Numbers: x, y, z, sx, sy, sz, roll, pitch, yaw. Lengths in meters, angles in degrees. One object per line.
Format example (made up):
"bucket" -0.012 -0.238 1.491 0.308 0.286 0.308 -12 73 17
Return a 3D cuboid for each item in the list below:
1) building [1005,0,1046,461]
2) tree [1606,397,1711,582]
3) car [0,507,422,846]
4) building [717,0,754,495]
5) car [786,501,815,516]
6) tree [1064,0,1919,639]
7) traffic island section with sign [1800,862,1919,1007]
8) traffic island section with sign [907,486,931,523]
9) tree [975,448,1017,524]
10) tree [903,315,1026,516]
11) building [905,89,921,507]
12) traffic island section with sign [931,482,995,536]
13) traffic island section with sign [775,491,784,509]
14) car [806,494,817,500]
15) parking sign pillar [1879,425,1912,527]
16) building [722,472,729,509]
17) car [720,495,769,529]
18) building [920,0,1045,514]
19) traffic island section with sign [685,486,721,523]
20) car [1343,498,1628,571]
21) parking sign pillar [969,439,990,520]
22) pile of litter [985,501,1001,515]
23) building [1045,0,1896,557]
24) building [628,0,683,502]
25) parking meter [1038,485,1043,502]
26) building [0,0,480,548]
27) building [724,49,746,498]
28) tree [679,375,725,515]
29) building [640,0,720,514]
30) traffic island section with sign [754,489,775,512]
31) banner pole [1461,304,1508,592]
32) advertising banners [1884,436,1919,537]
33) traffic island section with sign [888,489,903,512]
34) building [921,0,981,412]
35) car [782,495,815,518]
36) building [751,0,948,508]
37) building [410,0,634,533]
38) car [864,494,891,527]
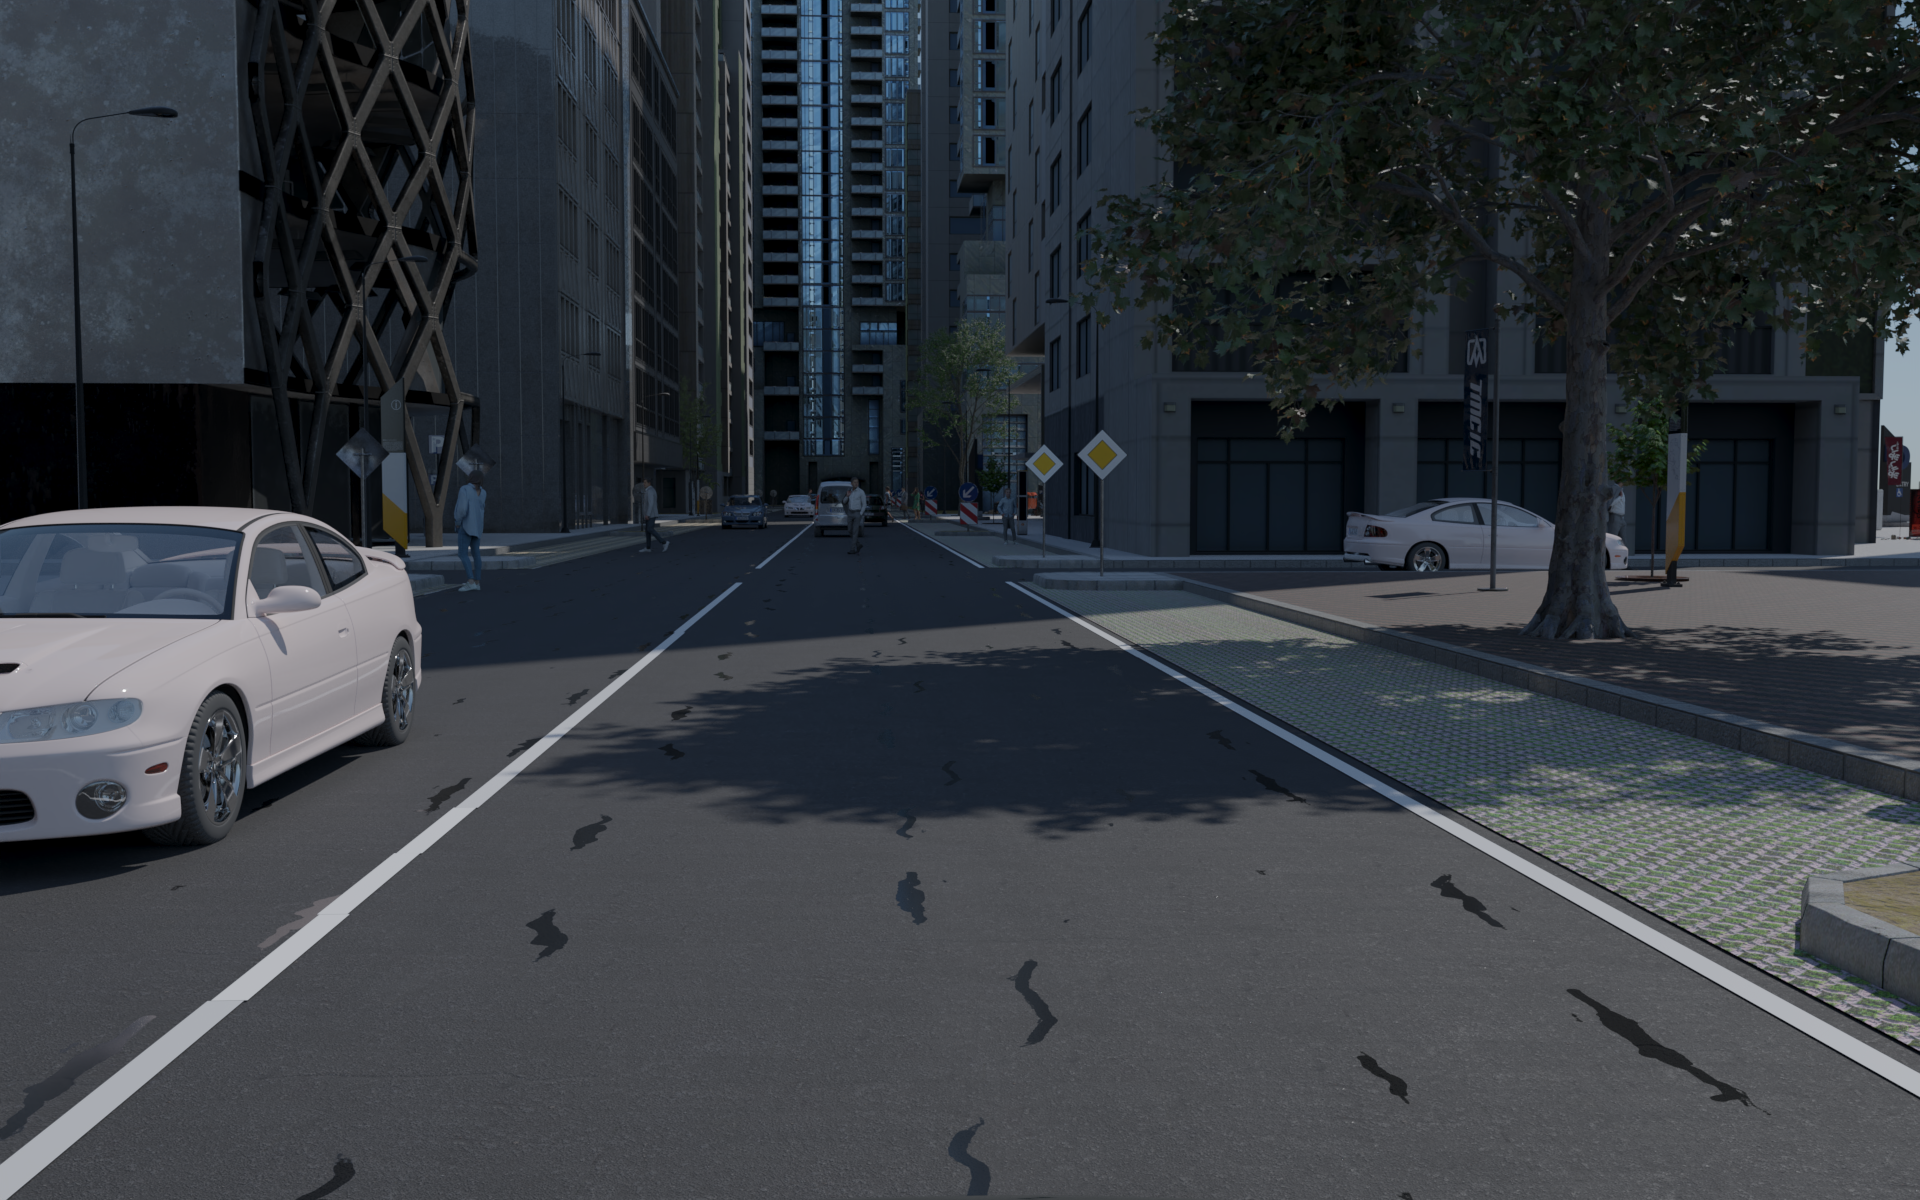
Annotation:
"building" 16.625 -30.000 79.733 28.713 52.752 27.495 0 4 -4
"tree" 10.419 -1.903 25.711 1.663 3.219 1.824 0 3 0
"car" -4.033 0.234 8.530 2.083 1.381 4.827 0 4 -3
"building" -35.031 -38.562 172.495 28.212 58.520 21.231 0 4 -4
"car" -10.448 -6.193 113.841 1.945 1.354 3.894 0 4 -3
"tree" 5.741 -6.016 15.373 9.611 12.733 9.660 0 3 0
"traffic island section with sign" 3.643 0.222 4.998 1.989 1.847 2.006 0 4 -4
"traffic island section with sign" -1.595 -4.756 86.386 1.989 1.847 2.006 0 4 -4
"tree" 1.338 -4.854 73.968 1.663 3.219 1.824 0 3 0
"tree" 0.164 -10.693 100.586 9.928 11.665 9.643 0 3 0
"building" 1.344 -30.296 178.940 14.154 41.232 14.086 0 4 -4
"traffic island section with sign" 0.134 -3.111 59.487 1.989 1.847 2.006 0 4 -4
"traffic island section with sign" -17.571 -9.496 163.884 1.989 1.847 2.006 0 4 -4
"car" -13.478 -8.961 158.308 2.131 1.459 4.920 0 4 -3
"parking sign pillar" 36.609 -4.852 67.794 1.447 3.967 1.447 -2 4 -25
"building" -34.549 -27.032 133.857 32.217 40.220 23.993 0 4 -4
"car" -8.974 -3.687 72.282 2.014 1.417 4.499 0 4 -4
"building" 8.602 -49.783 126.625 22.319 86.520 31.000 0 4 -4
"traffic island section with sign" -12.551 -4.728 85.930 1.989 1.847 2.006 0 4 -4
"car" 9.089 -1.078 29.981 4.827 1.381 2.083 0 4 -4
"parking sign pillar" 0.767 -5.902 84.975 1.447 3.967 1.447 -1 4 -13
"pile of litter" 2.081 -5.796 108.722 1.176 0.858 1.719 1 4 16
"building" 13.507 -37.042 43.882 20.611 71.187 20.563 0 4 -4
"building" -22.431 -18.014 88.044 14.314 27.812 24.014 0 4 -4
"parking meter" 5.068 -6.227 107.524 0.399 1.863 0.255 1 4 16
"building" -20.657 -10.655 41.659 16.820 18.784 16.811 0 4 -4
"building" -26.728 -28.793 154.356 14.154 41.232 14.086 0 4 -4
"tree" -16.391 -9.544 106.407 4.737 8.622 4.395 0 3 0
"building" -23.500 -26.393 115.121 14.154 41.232 14.086 0 4 -4
"traffic island section with sign" -15.807 -7.824 136.544 1.989 1.847 2.006 0 4 -4
"banner pole" 6.975 -2.023 23.085 0.401 3.779 0.863 -2 4 -24
"advertising banners" 28.789 -3.409 51.918 0.090 3.025 2.074 -3 5 -45
"traffic island section with sign" -4.848 -7.848 136.946 1.989 1.847 2.006 0 4 -4
"building" 6.931 -37.648 157.545 21.231 58.520 28.212 0 4 -4
"car" -9.931 -5.794 107.099 2.083 1.381 4.827 0 4 -5
"building" -17.770 -54.430 202.601 31.000 86.520 22.319 0 4 -4
"building" -19.751 -15.136 65.504 12.078 24.808 19.932 0 4 -4
"car" -4.090 -4.128 77.279 2.009 1.686 4.222 0 4 -2
